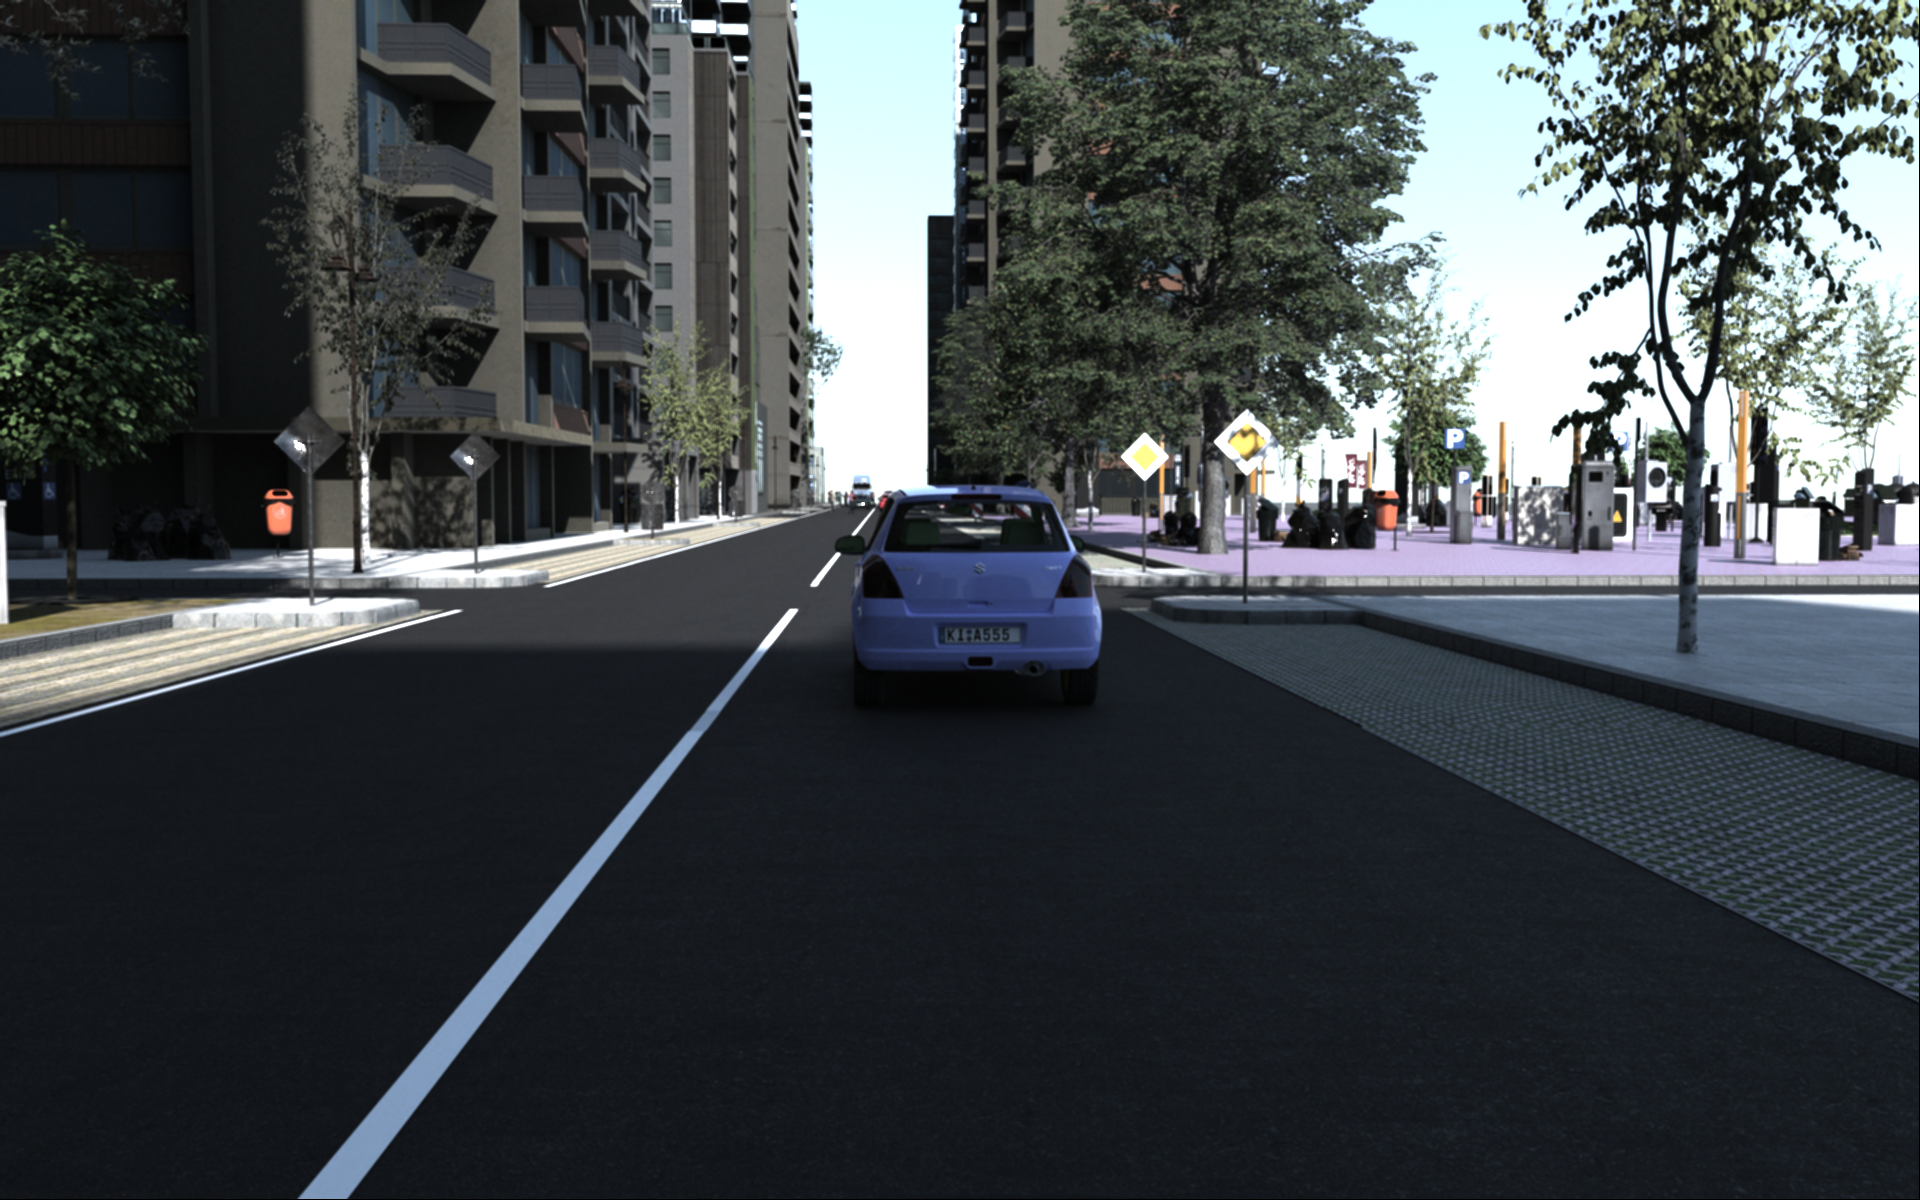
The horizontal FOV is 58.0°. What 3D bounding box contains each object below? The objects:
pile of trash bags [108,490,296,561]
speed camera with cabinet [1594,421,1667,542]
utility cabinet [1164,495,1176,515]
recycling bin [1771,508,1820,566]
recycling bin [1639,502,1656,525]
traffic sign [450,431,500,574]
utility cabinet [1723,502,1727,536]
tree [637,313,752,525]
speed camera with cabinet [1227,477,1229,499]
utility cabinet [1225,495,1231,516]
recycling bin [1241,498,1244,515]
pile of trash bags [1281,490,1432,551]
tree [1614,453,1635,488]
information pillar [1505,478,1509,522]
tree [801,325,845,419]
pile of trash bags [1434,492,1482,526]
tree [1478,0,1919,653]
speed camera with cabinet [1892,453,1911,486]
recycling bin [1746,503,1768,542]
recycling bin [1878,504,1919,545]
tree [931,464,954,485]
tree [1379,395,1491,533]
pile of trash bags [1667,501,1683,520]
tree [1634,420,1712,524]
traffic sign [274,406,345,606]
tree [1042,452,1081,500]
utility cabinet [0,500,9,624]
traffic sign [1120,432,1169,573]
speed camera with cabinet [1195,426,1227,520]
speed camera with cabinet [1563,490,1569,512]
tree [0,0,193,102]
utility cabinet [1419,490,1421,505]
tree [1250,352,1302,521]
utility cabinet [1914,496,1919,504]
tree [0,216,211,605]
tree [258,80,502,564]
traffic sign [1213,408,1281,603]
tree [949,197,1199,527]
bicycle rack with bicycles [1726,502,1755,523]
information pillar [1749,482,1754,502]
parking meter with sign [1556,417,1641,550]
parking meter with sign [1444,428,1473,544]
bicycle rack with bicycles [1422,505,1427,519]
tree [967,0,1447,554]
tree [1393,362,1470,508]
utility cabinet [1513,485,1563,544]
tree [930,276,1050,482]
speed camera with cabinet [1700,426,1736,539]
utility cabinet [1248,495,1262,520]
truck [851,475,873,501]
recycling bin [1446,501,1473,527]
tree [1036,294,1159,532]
[{"bbox_3d":[-15.032,-1.510,34.443,3.447,1.369,1.912,-2,4,-30],"label":"pile of trash bags"},{"bbox_3d":[18.085,-3.210,46.820,2.038,3.252,0.660,-1,4,-17],"label":"speed camera with cabinet"},{"bbox_3d":[11.942,-5.383,99.167,1.020,1.237,0.306,2,4,35],"label":"utility cabinet"},{"bbox_3d":[15.146,-1.153,31.403,0.722,1.027,0.722,1,4,22],"label":"recycling bin"},{"bbox_3d":[28.696,-3.634,71.978,0.722,1.027,0.722,2,4,33],"label":"recycling bin"},{"bbox_3d":[-7.781,-1.478,27.809,0.795,2.450,0.064,0,4,-2],"label":"traffic sign"},{"bbox_3d":[22.986,-2.568,53.142,0.306,1.237,1.020,-2,4,-30],"label":"utility cabinet"},{"bbox_3d":[-11.563,-7.417,71.624,4.737,8.622,4.395,0,3,0],"label":"tree"},{"bbox_3d":[12.777,-5.712,87.732,2.038,3.252,0.660,-3,5,-42],"label":"speed camera with cabinet"},{"bbox_3d":[15.556,-5.602,102.761,1.020,1.237,0.306,-2,4,-24],"label":"utility cabinet"},{"bbox_3d":[17.391,-5.600,104.115,0.722,1.027,0.722,3,5,42],"label":"recycling bin"},{"bbox_3d":[9.105,-1.886,40.596,1.912,1.369,3.447,-2,4,-25],"label":"pile of trash bags"},{"bbox_3d":[30.290,-5.193,79.511,1.663,3.219,1.824,0,3,0],"label":"tree"},{"bbox_3d":[24.942,-4.581,79.398,0.304,2.012,0.304,-2,4,-34],"label":"information pillar"},{"bbox_3d":[-18.782,-19.720,178.308,12.611,20.169,13.585,0,3,0],"label":"tree"},{"bbox_3d":[19.869,-3.695,70.158,3.447,1.369,1.912,-1,4,-20],"label":"pile of trash bags"},{"bbox_3d":[6.093,-3.889,13.951,4.737,8.622,4.395,0,3,0],"label":"tree"},{"bbox_3d":[45.637,-5.417,82.910,0.660,3.252,2.038,-1,4,-15],"label":"speed camera with cabinet"},{"bbox_3d":[21.621,-2.114,47.115,0.722,1.027,0.722,3,5,41],"label":"recycling bin"},{"bbox_3d":[23.641,-1.897,43.562,0.722,1.027,0.722,0,4,-7],"label":"recycling bin"},{"bbox_3d":[-1.524,-12.683,191.077,4.285,4.588,4.351,0,3,0],"label":"tree"},{"bbox_3d":[15.623,-4.513,57.502,4.285,4.588,4.351,0,3,0],"label":"tree"},{"bbox_3d":[35.652,-4.645,85.692,3.447,1.369,1.912,-1,4,-14],"label":"pile of trash bags"},{"bbox_3d":[30.748,-5.578,74.918,4.285,4.588,4.351,0,3,0],"label":"tree"},{"bbox_3d":[-7.441,-0.990,19.831,0.795,2.450,0.064,0,4,-2],"label":"traffic sign"},{"bbox_3d":[4.706,-5.080,77.659,1.663,3.219,1.824,0,3,0],"label":"tree"},{"bbox_3d":[-9.842,-0.382,17.410,0.306,1.237,1.020,-3,5,-39],"label":"utility cabinet"},{"bbox_3d":[3.004,-1.505,28.247,0.795,2.450,0.064,0,4,-2],"label":"traffic sign"},{"bbox_3d":[7.214,-3.403,49.979,0.660,3.252,2.038,0,4,5],"label":"speed camera with cabinet"},{"bbox_3d":[27.119,-4.968,75.560,0.660,3.252,2.038,-1,4,-15],"label":"speed camera with cabinet"},{"bbox_3d":[-10.249,-6.147,10.878,12.009,13.543,11.850,0,3,0],"label":"tree"},{"bbox_3d":[22.418,-4.754,86.411,0.318,1.500,1.173,-3,4,-38],"label":"utility cabinet"},{"bbox_3d":[15.443,-8.041,81.830,4.737,8.622,4.395,0,3,0],"label":"tree"},{"bbox_3d":[33.917,-3.068,61.325,0.306,1.237,1.020,2,4,30],"label":"utility cabinet"},{"bbox_3d":[-10.712,-2.255,20.585,4.285,4.588,4.351,0,3,0],"label":"tree"},{"bbox_3d":[-10.818,-4.990,31.957,4.360,8.622,3.978,0,3,0],"label":"tree"},{"bbox_3d":[3.345,-1.017,20.269,0.795,2.450,0.064,0,4,-2],"label":"traffic sign"},{"bbox_3d":[4.352,-9.190,67.272,9.611,12.733,9.660,0,3,0],"label":"tree"},{"bbox_3d":[34.620,-3.927,77.582,2.925,0.926,2.852,-2,4,-24],"label":"bicycle rack with bicycles"},{"bbox_3d":[46.387,-5.930,101.441,0.304,2.012,0.304,1,4,21],"label":"information pillar"},{"bbox_3d":[14.597,-2.655,39.664,1.738,3.016,0.543,1,4,15],"label":"parking meter with sign"},{"bbox_3d":[13.067,-2.996,45.238,0.543,3.016,1.738,0,4,5],"label":"parking meter with sign"},{"bbox_3d":[21.498,-4.235,82.618,2.852,0.926,2.925,-3,5,-41],"label":"bicycle rack with bicycles"},{"bbox_3d":[5.314,-7.960,36.805,9.857,13.997,8.962,0,3,0],"label":"tree"},{"bbox_3d":[25.515,-8.844,94.959,4.360,8.622,3.978,0,3,0],"label":"tree"},{"bbox_3d":[14.597,-2.144,43.732,1.173,1.500,0.318,0,4,-6],"label":"utility cabinet"},{"bbox_3d":[3.597,-10.880,88.265,12.009,13.543,11.850,0,3,0],"label":"tree"},{"bbox_3d":[22.144,-3.452,50.781,0.660,3.252,2.038,0,4,5],"label":"speed camera with cabinet"},{"bbox_3d":[14.654,-4.619,86.676,1.020,1.237,0.306,-2,4,-35],"label":"utility cabinet"},{"bbox_3d":[-14.049,-15.734,247.009,2.967,4.110,18.799,0,4,-4],"label":"truck"},{"bbox_3d":[19.297,-3.326,66.931,0.722,1.027,0.722,-2,4,-25],"label":"recycling bin"},{"bbox_3d":[4.457,-6.588,58.078,4.360,8.622,3.978,0,3,0],"label":"tree"}]
